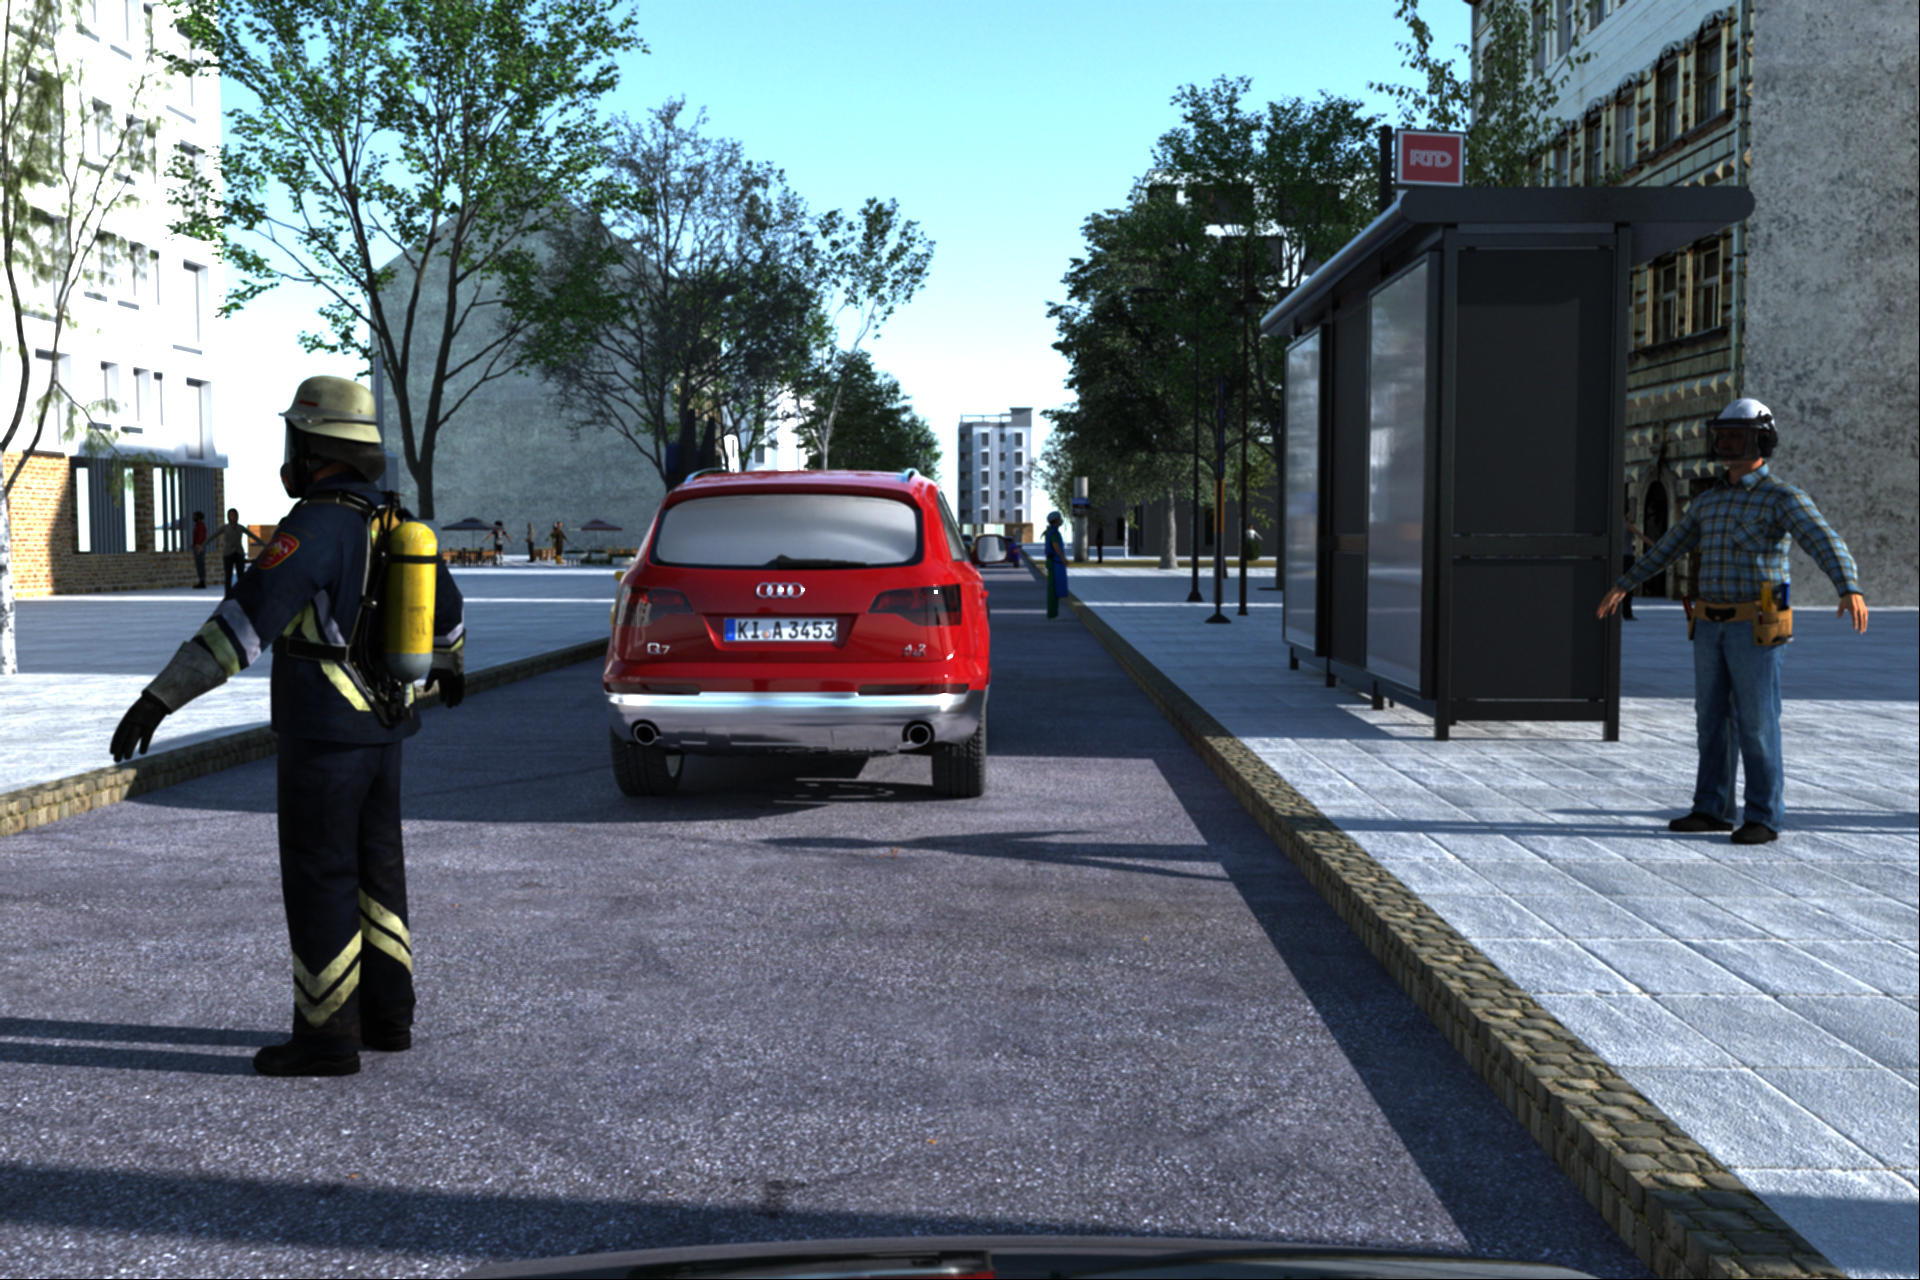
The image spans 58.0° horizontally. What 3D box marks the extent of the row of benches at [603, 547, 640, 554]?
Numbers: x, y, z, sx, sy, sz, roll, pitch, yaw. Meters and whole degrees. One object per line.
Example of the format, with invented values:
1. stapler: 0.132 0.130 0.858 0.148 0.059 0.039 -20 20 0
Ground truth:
1. row of benches: -16.278 -4.170 83.639 1.422 0.672 4.104 -2 4 -33

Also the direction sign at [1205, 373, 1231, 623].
1. direction sign: 3.730 -2.014 24.921 0.379 3.537 0.876 0 4 1

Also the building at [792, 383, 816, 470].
1. building: -23.237 -21.223 203.412 16.016 20.090 11.380 0 4 1

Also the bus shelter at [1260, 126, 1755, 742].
1. bus shelter: 3.875 -2.274 14.808 2.179 5.291 8.768 0 4 2

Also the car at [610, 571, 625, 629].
1. car: -2.902 -0.612 20.237 2.015 1.641 3.980 0 4 2

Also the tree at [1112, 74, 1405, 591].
1. tree: 7.308 -6.947 39.341 9.928 11.665 9.643 0 3 0

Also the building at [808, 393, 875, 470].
1. building: -19.755 -22.425 233.106 16.747 18.905 31.486 0 4 1

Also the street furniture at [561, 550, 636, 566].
1. street furniture: -11.231 -3.358 70.524 10.072 0.657 5.734 1 4 17

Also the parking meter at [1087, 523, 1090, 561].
1. parking meter: 5.972 -4.698 82.516 0.399 1.863 0.255 0 4 1

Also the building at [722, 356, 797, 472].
1. building: -23.765 -19.990 183.248 16.016 20.090 11.380 0 4 2

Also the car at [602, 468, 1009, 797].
1. car: -0.828 -0.142 10.991 2.281 1.827 5.304 0 4 1

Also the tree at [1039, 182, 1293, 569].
1. tree: 7.554 -9.537 62.588 9.857 13.997 8.962 0 3 0

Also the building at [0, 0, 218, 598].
1. building: -23.948 -10.654 30.617 16.016 20.090 11.380 0 4 2

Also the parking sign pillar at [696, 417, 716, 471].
1. parking sign pillar: -5.851 -3.108 39.284 1.447 3.967 1.447 0 4 2

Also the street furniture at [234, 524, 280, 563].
1. street furniture: -28.574 -4.455 79.701 9.812 1.723 11.010 0 4 1

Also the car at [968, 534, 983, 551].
1. car: 1.472 -5.443 99.216 2.015 1.641 3.980 0 4 1

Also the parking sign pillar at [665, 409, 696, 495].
1. parking sign pillar: -5.890 -2.947 36.652 1.447 3.967 1.447 0 4 1

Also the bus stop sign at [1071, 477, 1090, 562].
1. bus stop sign: 5.582 -5.572 80.113 0.837 3.901 0.837 0 4 1

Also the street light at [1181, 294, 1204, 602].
1. street light: 4.997 -3.676 32.642 1.470 5.913 1.316 0 4 1

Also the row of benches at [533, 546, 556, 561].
1. row of benches: -20.212 -4.198 84.107 1.422 0.672 4.104 0 4 -4

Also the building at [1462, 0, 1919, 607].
1. building: 23.143 -12.713 38.790 19.493 23.208 18.063 0 4 1

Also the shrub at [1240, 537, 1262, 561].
1. shrub: 13.667 -4.294 81.316 1.383 1.207 1.383 0 3 0

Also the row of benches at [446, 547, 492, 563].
1. row of benches: -22.549 -3.896 79.167 1.422 0.672 4.104 1 4 9

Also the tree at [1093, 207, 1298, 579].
1. tree: 7.244 -7.049 49.666 7.601 10.594 8.767 1 4 15

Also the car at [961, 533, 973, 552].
1. car: 0.131 -6.719 119.639 2.009 1.686 4.222 0 4 2

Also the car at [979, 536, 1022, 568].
1. car: 1.701 -3.773 74.274 1.945 1.354 3.894 0 4 2

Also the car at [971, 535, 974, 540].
1. car: 0.288 -7.316 131.980 2.083 1.381 4.827 0 4 2

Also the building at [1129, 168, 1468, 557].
1. building: 24.883 -16.466 113.189 27.936 21.610 32.646 0 4 1

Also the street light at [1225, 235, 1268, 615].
1. street light: 4.468 -3.327 27.192 0.468 5.910 1.993 0 4 1

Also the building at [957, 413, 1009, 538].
1. building: 0.063 -24.609 261.231 11.380 20.090 16.016 0 4 -7

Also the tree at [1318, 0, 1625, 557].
1. tree: 6.530 -4.417 22.578 4.737 8.622 4.395 0 3 0

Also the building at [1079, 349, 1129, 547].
1. building: 26.961 -21.292 192.097 27.936 21.610 32.646 0 4 1

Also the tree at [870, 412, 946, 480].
1. tree: -5.096 -13.623 148.487 9.928 11.665 9.643 0 3 0

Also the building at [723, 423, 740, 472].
1. building: -22.255 -12.064 139.388 9.099 9.664 28.070 0 4 1

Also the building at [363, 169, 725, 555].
1. building: -26.188 -17.269 113.282 19.493 23.208 18.063 0 4 1

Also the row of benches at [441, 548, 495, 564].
1. row of benches: -21.377 -3.607 74.433 1.422 0.672 4.104 1 4 19
